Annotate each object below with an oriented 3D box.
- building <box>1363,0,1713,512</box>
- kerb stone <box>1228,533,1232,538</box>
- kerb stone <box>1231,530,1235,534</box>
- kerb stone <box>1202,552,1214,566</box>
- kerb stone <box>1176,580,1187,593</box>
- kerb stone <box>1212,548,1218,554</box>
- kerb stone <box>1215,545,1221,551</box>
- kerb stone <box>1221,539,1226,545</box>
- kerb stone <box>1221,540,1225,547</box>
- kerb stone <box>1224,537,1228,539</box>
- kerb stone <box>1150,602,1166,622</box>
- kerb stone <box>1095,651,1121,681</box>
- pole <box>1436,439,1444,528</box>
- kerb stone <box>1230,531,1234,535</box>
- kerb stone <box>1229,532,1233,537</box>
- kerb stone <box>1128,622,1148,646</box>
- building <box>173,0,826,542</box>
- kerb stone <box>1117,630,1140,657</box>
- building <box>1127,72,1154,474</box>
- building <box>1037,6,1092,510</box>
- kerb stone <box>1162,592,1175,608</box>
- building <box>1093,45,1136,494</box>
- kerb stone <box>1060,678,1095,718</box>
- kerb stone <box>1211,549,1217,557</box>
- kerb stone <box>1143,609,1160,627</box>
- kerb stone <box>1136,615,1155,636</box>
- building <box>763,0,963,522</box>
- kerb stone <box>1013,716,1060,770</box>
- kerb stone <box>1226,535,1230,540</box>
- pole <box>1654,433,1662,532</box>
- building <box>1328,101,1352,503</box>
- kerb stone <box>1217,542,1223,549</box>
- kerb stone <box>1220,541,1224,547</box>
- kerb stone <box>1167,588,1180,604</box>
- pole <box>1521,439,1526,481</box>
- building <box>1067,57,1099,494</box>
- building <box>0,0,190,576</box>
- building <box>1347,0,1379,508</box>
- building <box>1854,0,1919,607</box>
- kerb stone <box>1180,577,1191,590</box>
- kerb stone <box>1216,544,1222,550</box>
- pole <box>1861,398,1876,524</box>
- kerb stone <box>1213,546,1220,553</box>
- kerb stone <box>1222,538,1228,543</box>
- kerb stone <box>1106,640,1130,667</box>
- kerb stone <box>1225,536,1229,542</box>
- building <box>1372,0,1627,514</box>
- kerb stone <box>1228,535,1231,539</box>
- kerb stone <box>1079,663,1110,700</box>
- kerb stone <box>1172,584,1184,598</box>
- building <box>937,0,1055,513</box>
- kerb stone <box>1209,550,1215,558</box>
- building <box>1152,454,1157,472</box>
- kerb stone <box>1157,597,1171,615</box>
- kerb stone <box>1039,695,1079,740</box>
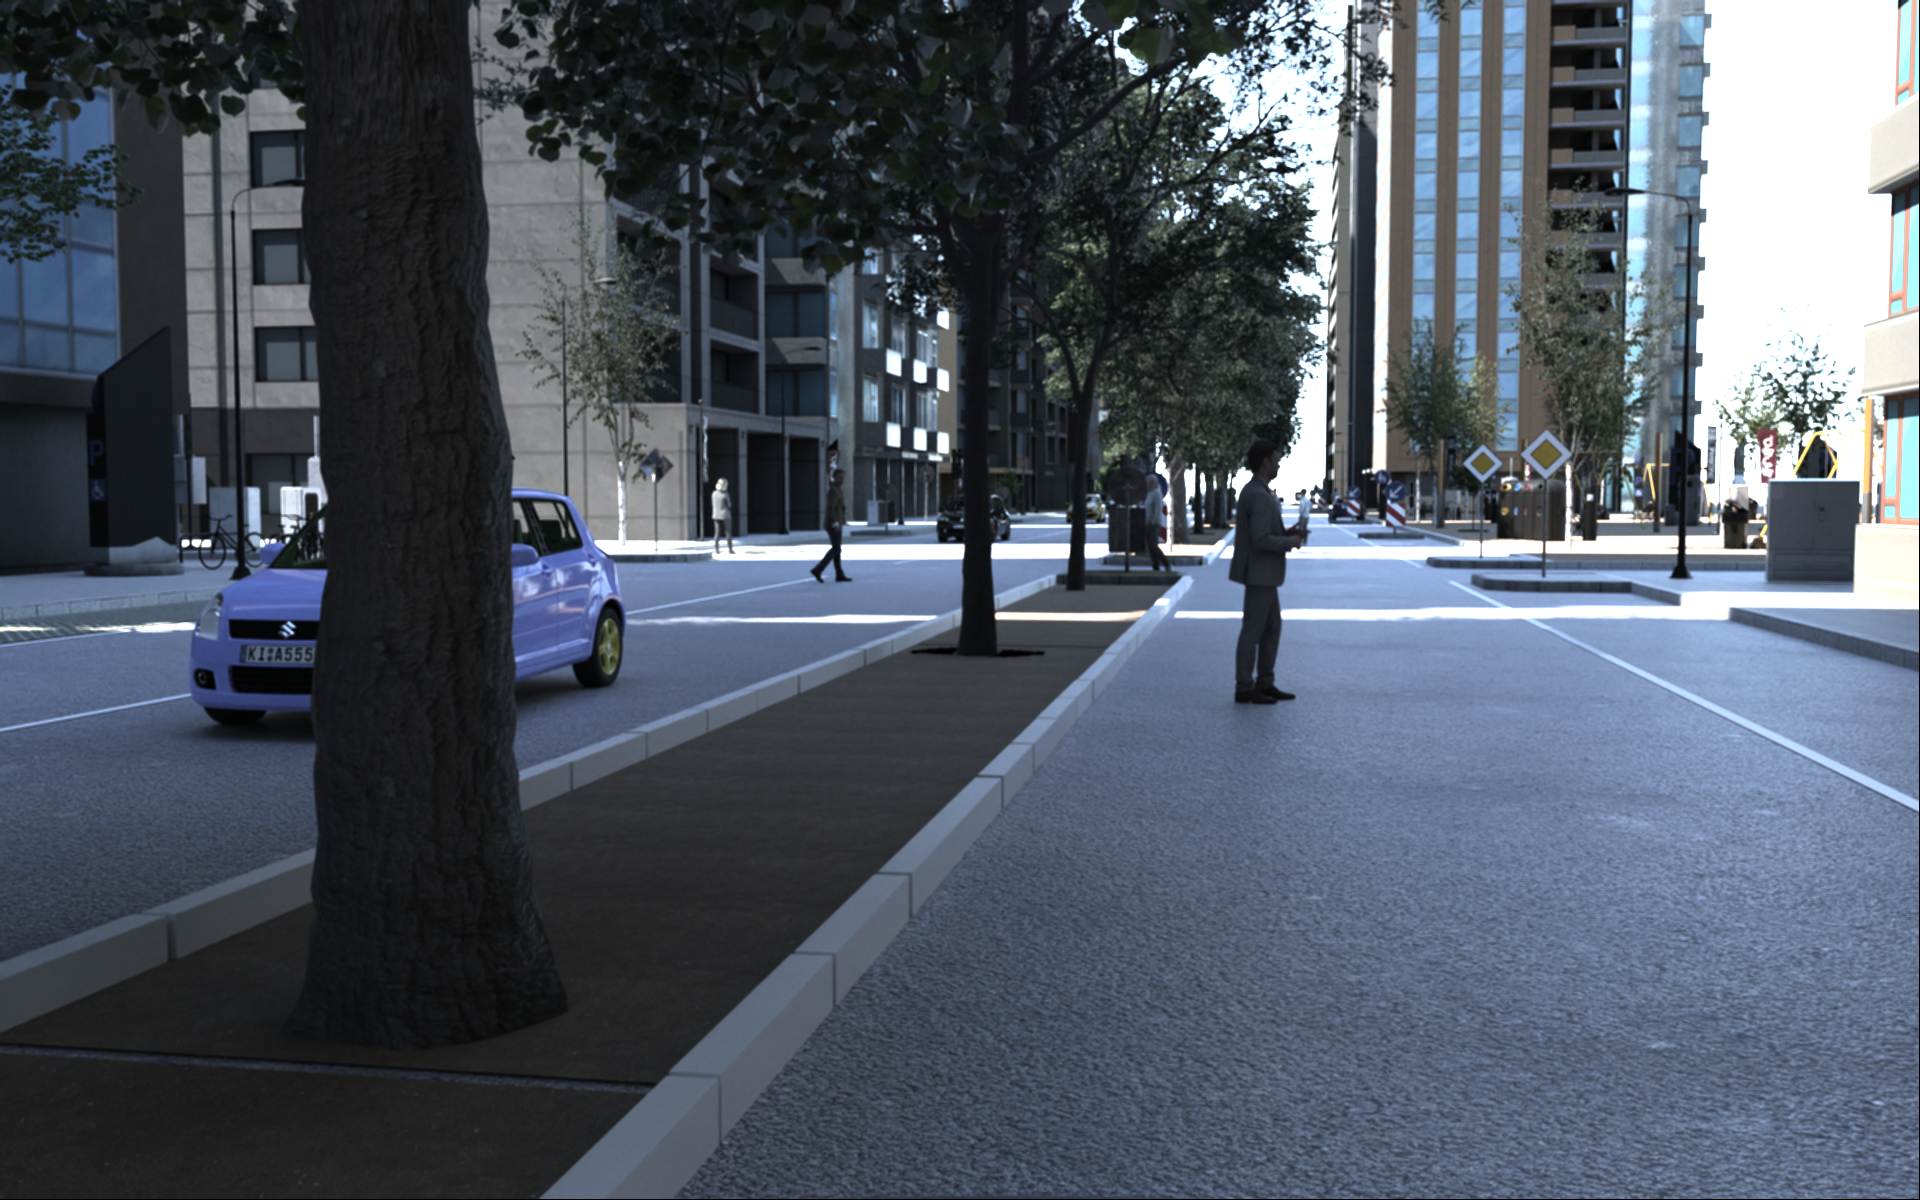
[{"bbox_3d":[44.498,-31.568,135.748,23.786,49.044,30.456,1,4,10],"label":"building"},{"bbox_3d":[8.237,-1.906,53.355,0.120,0.150,1.000,1,4,10],"label":"kerb stone"},{"bbox_3d":[8.948,-2.153,57.390,0.120,0.150,1.000,1,4,10],"label":"kerb stone"},{"bbox_3d":[5.180,-0.857,36.204,0.120,0.150,1.000,1,4,10],"label":"kerb stone"},{"bbox_3d":[3.105,-0.143,24.584,0.120,0.150,1.000,1,4,10],"label":"kerb stone"},{"bbox_3d":[5.725,-1.042,39.248,0.120,0.150,1.000,1,4,10],"label":"kerb stone"},{"bbox_3d":[6.077,-1.163,41.264,0.120,0.150,1.000,1,4,10],"label":"kerb stone"},{"bbox_3d":[6.977,-1.475,46.306,0.120,0.150,1.000,1,4,10],"label":"kerb stone"},{"bbox_3d":[6.798,-1.410,45.300,0.120,0.150,1.000,1,4,10],"label":"kerb stone"},{"bbox_3d":[7.341,-1.596,48.321,0.120,0.150,1.000,1,4,10],"label":"kerb stone"},{"bbox_3d":[2.207,0.163,19.526,0.120,0.150,1.000,1,4,10],"label":"kerb stone"},{"bbox_3d":[1.130,0.538,13.462,0.120,0.150,1.000,1,4,10],"label":"kerb stone"},{"bbox_3d":[17.931,-4.333,64.682,0.158,3.312,0.155,0,3,0],"label":"pole"},{"bbox_3d":[8.594,-2.025,55.377,0.120,0.150,1.000,1,4,10],"label":"kerb stone"},{"bbox_3d":[8.413,-1.962,54.367,0.120,0.150,1.000,1,4,10],"label":"kerb stone"},{"bbox_3d":[1.669,0.348,16.504,0.120,0.150,1.000,1,4,10],"label":"kerb stone"},{"bbox_3d":[-15.588,-37.809,56.427,20.563,71.187,20.611,1,4,10],"label":"building"},{"bbox_3d":[1.486,0.410,15.492,0.120,0.150,1.000,1,4,10],"label":"kerb stone"},{"bbox_3d":[15.066,-42.570,238.024,21.231,58.520,28.212,1,4,10],"label":"building"},{"bbox_3d":[0.971,-43.586,150.891,20.563,71.187,20.611,1,4,10],"label":"building"},{"bbox_3d":[2.560,0.042,21.541,0.120,0.150,1.000,1,4,10],"label":"kerb stone"},{"bbox_3d":[6.766,-38.014,210.762,28.713,52.752,27.495,1,4,10],"label":"building"},{"bbox_3d":[0.766,0.658,11.438,0.120,0.150,1.000,1,4,10],"label":"kerb stone"},{"bbox_3d":[5.539,-0.981,38.229,0.120,0.150,1.000,1,4,10],"label":"kerb stone"},{"bbox_3d":[2.025,0.227,18.520,0.120,0.150,1.000,1,4,10],"label":"kerb stone"},{"bbox_3d":[1.848,0.287,17.510,0.120,0.150,1.000,1,4,10],"label":"kerb stone"},{"bbox_3d":[-13.011,-28.809,90.641,23.786,49.044,30.456,1,4,10],"label":"building"},{"bbox_3d":[0.410,0.782,9.413,0.120,0.150,1.000,1,4,10],"label":"kerb stone"},{"bbox_3d":[7.687,-1.721,50.338,0.120,0.150,1.000,1,4,10],"label":"kerb stone"},{"bbox_3d":[23.343,-3.919,57.917,0.158,3.312,0.155,0,3,0],"label":"pole"},{"bbox_3d":[54.613,-35.439,203.128,21.300,48.544,21.600,1,4,10],"label":"building"},{"bbox_3d":[6.439,-1.285,43.277,0.120,0.150,1.000,1,4,10],"label":"kerb stone"},{"bbox_3d":[6.619,-1.351,44.293,0.120,0.150,1.000,1,4,10],"label":"kerb stone"},{"bbox_3d":[2.739,-0.022,22.550,0.120,0.150,1.000,1,4,10],"label":"kerb stone"},{"bbox_3d":[20.941,-4.316,64.406,0.158,3.312,0.155,0,3,0],"label":"pole"},{"bbox_3d":[6.003,-31.702,168.433,14.600,45.320,14.200,1,4,10],"label":"building"},{"bbox_3d":[-21.987,-22.883,24.251,14.200,45.320,14.600,1,4,10],"label":"building"},{"bbox_3d":[48.005,-38.115,165.181,21.231,58.520,28.212,1,4,10],"label":"building"},{"bbox_3d":[22.382,-9.761,4.631,27.650,21.520,28.899,1,4,10],"label":"building"},{"bbox_3d":[3.291,-0.208,25.592,0.120,0.150,1.000,1,4,10],"label":"kerb stone"},{"bbox_3d":[6.258,-1.228,42.270,0.120,0.150,1.000,1,4,10],"label":"kerb stone"},{"bbox_3d":[19.360,-2.635,36.931,0.158,3.312,0.155,0,3,0],"label":"pole"},{"bbox_3d":[5.903,-1.103,40.257,0.120,0.150,1.000,1,4,10],"label":"kerb stone"},{"bbox_3d":[7.166,-1.535,47.314,0.120,0.150,1.000,1,4,10],"label":"kerb stone"},{"bbox_3d":[1.302,0.473,14.474,0.120,0.150,1.000,1,4,10],"label":"kerb stone"},{"bbox_3d":[7.517,-1.658,49.331,0.120,0.150,1.000,1,4,10],"label":"kerb stone"},{"bbox_3d":[35.167,-28.426,114.882,14.600,45.320,14.200,1,4,10],"label":"building"},{"bbox_3d":[7.876,-1.778,51.343,0.120,0.150,1.000,1,4,10],"label":"kerb stone"},{"bbox_3d":[0.953,0.596,12.454,0.120,0.150,1.000,1,4,10],"label":"kerb stone"},{"bbox_3d":[2.926,-0.084,23.562,0.120,0.150,1.000,1,4,10],"label":"kerb stone"},{"bbox_3d":[-4.907,-28.932,127.660,22.147,44.769,28.867,1,4,10],"label":"building"},{"bbox_3d":[5.359,-0.919,37.214,0.120,0.150,1.000,1,4,10],"label":"kerb stone"},{"bbox_3d":[22.129,-37.231,258.833,14.600,45.320,14.200,1,4,10],"label":"building"},{"bbox_3d":[2.388,0.102,20.532,0.120,0.150,1.000,1,4,10],"label":"kerb stone"},{"bbox_3d":[0.586,0.720,10.431,0.120,0.150,1.000,1,4,10],"label":"kerb stone"}]
